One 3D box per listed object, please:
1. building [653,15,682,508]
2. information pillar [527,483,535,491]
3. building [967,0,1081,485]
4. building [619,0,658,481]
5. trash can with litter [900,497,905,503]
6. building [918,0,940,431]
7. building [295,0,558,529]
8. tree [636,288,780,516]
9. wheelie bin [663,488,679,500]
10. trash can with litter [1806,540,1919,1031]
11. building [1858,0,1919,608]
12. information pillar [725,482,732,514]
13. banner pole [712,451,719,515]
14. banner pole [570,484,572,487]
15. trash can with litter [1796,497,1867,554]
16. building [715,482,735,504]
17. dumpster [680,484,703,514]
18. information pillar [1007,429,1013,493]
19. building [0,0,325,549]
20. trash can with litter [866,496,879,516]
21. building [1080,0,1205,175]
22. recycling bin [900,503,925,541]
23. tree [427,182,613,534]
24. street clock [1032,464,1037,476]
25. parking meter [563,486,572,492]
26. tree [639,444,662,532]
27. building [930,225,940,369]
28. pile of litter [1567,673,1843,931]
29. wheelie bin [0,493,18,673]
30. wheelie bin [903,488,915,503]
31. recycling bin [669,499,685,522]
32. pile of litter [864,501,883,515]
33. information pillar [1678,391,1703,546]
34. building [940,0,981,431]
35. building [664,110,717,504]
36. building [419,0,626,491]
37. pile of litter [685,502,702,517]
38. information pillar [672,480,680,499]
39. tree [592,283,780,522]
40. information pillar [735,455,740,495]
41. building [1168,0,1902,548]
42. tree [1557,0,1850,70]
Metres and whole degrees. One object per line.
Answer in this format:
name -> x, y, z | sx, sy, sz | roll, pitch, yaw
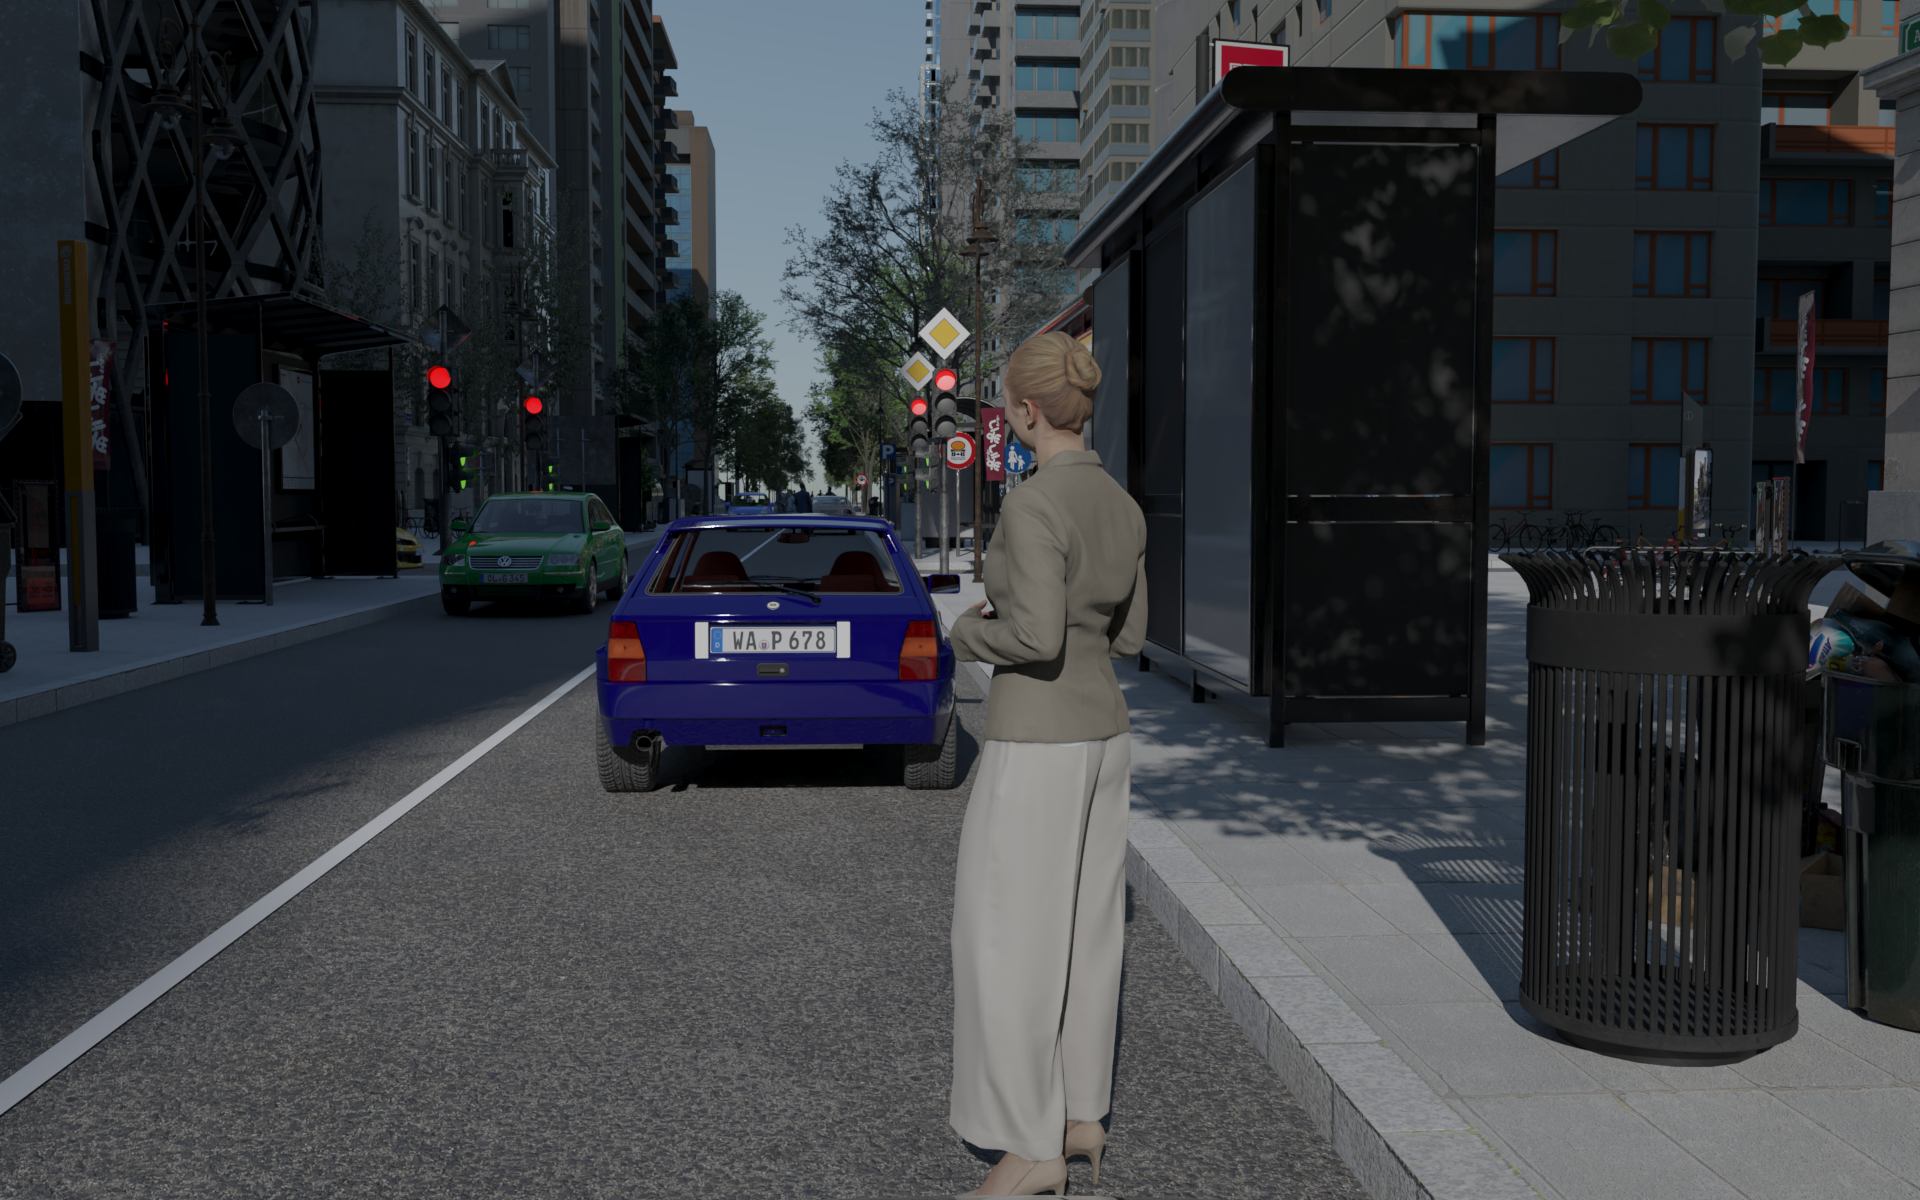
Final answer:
building -> -37.095, -30.695, 156.483 | 22.147, 44.769, 28.867 | 0, 4, -4
information pillar -> -18.460, -4.298, 74.760 | 0.304, 2.012, 0.304 | 1, 4, 12
building -> 12.222, -31.464, 134.048 | 23.786, 49.044, 30.456 | 0, 4, -4
building -> -34.970, -31.044, 131.269 | 21.300, 48.544, 21.600 | 0, 4, -4
trash can with litter -> -2.362, -3.669, 71.381 | 0.624, 1.170, 1.055 | 1, 4, 20
building -> 2.818, -57.474, 252.371 | 22.319, 86.520, 31.000 | 0, 4, -4
building -> -26.730, -15.929, 79.531 | 14.460, 24.649, 34.723 | 0, 4, -4
tree -> -12.622, -9.841, 86.652 | 9.928, 11.665, 9.643 | 0, 3, 0
wheelie bin -> -14.530, -4.818, 86.678 | 0.980, 1.594, 0.693 | 0, 4, 1
trash can with litter -> 2.655, 0.435, 4.275 | 1.055, 1.170, 0.624 | 0, 4, -3
building -> 16.766, -13.443, 7.183 | 14.401, 28.519, 23.554 | 0, 4, -4
information pillar -> -13.867, -6.066, 103.672 | 0.304, 2.012, 0.304 | -3, 5, -39
banner pole -> -13.719, -6.551, 97.131 | 0.401, 3.779, 0.863 | -3, 4, -38
banner pole -> -18.086, -5.601, 81.590 | 0.863, 3.779, 0.401 | 3, 4, 36
trash can with litter -> 18.789, -1.608, 37.346 | 2.233, 1.210, 1.678 | 1, 4, 14
building -> -49.015, -34.083, 249.138 | 32.217, 40.220, 23.993 | 0, 4, -4
dumpster -> -15.044, -5.583, 97.032 | 1.264, 1.857, 1.865 | 0, 4, -4
information pillar -> 1.739, -4.201, 60.041 | 0.183, 3.616, 0.504 | 1, 4, 21
building -> -26.919, -11.036, 47.897 | 16.820, 18.784, 16.811 | 0, 4, -4
trash can with litter -> -4.546, -4.698, 88.194 | 0.624, 1.170, 1.055 | -2, 4, -33
building -> 19.842, -24.876, 98.609 | 32.217, 40.220, 23.993 | 0, 4, -4
recycling bin -> -1.204, -2.148, 47.674 | 0.722, 1.027, 0.722 | 1, 4, 14
tree -> -10.019, -5.547, 41.055 | 4.360, 8.622, 3.978 | 0, 3, 0
street clock -> 1.964, -2.291, 42.027 | 0.358, 2.002, 0.471 | -2, 4, -32
parking meter -> -12.229, -2.803, 54.232 | 0.372, 1.533, 0.369 | 0, 3, 0
tree -> -10.932, -3.895, 58.292 | 1.663, 3.219, 1.824 | 0, 3, 0
building -> 8.897, -32.650, 225.704 | 32.217, 40.220, 23.993 | 0, 4, -4
pile of litter -> 2.757, 0.517, 5.517 | 1.719, 0.858, 1.176 | 0, 4, 2
wheelie bin -> -7.194, -0.270, 12.321 | 0.980, 1.594, 0.693 | 2, 4, 25
wheelie bin -> -1.718, -3.514, 65.356 | 0.980, 1.594, 0.693 | -2, 4, -33
recycling bin -> -14.534, -4.675, 88.995 | 0.722, 1.027, 0.722 | -1, 4, -9
pile of litter -> -5.067, -5.596, 105.464 | 1.719, 0.858, 1.176 | -1, 4, -17
information pillar -> 16.624, -2.941, 39.435 | 0.504, 3.616, 0.183 | 0, 4, -2
building -> 8.584, -37.973, 162.851 | 21.231, 58.520, 28.212 | 0, 4, -4
building -> -36.364, -34.003, 206.051 | 14.600, 45.320, 14.200 | 0, 4, -4
building -> -30.086, -26.324, 113.993 | 14.154, 41.232, 14.086 | 0, 4, -4
pile of litter -> -14.371, -4.928, 94.534 | 1.719, 0.858, 1.176 | 1, 4, 15
information pillar -> -15.022, -5.327, 91.580 | 0.304, 2.012, 0.304 | 1, 4, 21
tree -> -12.718, -8.671, 76.176 | 7.601, 10.594, 8.767 | 0, 4, 6
information pillar -> -13.232, -6.825, 102.951 | 0.183, 3.616, 0.504 | -2, 4, -32
building -> 23.508, -12.835, 54.892 | 28.899, 21.520, 27.650 | 0, 4, -4
tree -> 2.620, -5.088, 1.322 | 7.486, 12.596, 7.792 | 0, 3, 0
